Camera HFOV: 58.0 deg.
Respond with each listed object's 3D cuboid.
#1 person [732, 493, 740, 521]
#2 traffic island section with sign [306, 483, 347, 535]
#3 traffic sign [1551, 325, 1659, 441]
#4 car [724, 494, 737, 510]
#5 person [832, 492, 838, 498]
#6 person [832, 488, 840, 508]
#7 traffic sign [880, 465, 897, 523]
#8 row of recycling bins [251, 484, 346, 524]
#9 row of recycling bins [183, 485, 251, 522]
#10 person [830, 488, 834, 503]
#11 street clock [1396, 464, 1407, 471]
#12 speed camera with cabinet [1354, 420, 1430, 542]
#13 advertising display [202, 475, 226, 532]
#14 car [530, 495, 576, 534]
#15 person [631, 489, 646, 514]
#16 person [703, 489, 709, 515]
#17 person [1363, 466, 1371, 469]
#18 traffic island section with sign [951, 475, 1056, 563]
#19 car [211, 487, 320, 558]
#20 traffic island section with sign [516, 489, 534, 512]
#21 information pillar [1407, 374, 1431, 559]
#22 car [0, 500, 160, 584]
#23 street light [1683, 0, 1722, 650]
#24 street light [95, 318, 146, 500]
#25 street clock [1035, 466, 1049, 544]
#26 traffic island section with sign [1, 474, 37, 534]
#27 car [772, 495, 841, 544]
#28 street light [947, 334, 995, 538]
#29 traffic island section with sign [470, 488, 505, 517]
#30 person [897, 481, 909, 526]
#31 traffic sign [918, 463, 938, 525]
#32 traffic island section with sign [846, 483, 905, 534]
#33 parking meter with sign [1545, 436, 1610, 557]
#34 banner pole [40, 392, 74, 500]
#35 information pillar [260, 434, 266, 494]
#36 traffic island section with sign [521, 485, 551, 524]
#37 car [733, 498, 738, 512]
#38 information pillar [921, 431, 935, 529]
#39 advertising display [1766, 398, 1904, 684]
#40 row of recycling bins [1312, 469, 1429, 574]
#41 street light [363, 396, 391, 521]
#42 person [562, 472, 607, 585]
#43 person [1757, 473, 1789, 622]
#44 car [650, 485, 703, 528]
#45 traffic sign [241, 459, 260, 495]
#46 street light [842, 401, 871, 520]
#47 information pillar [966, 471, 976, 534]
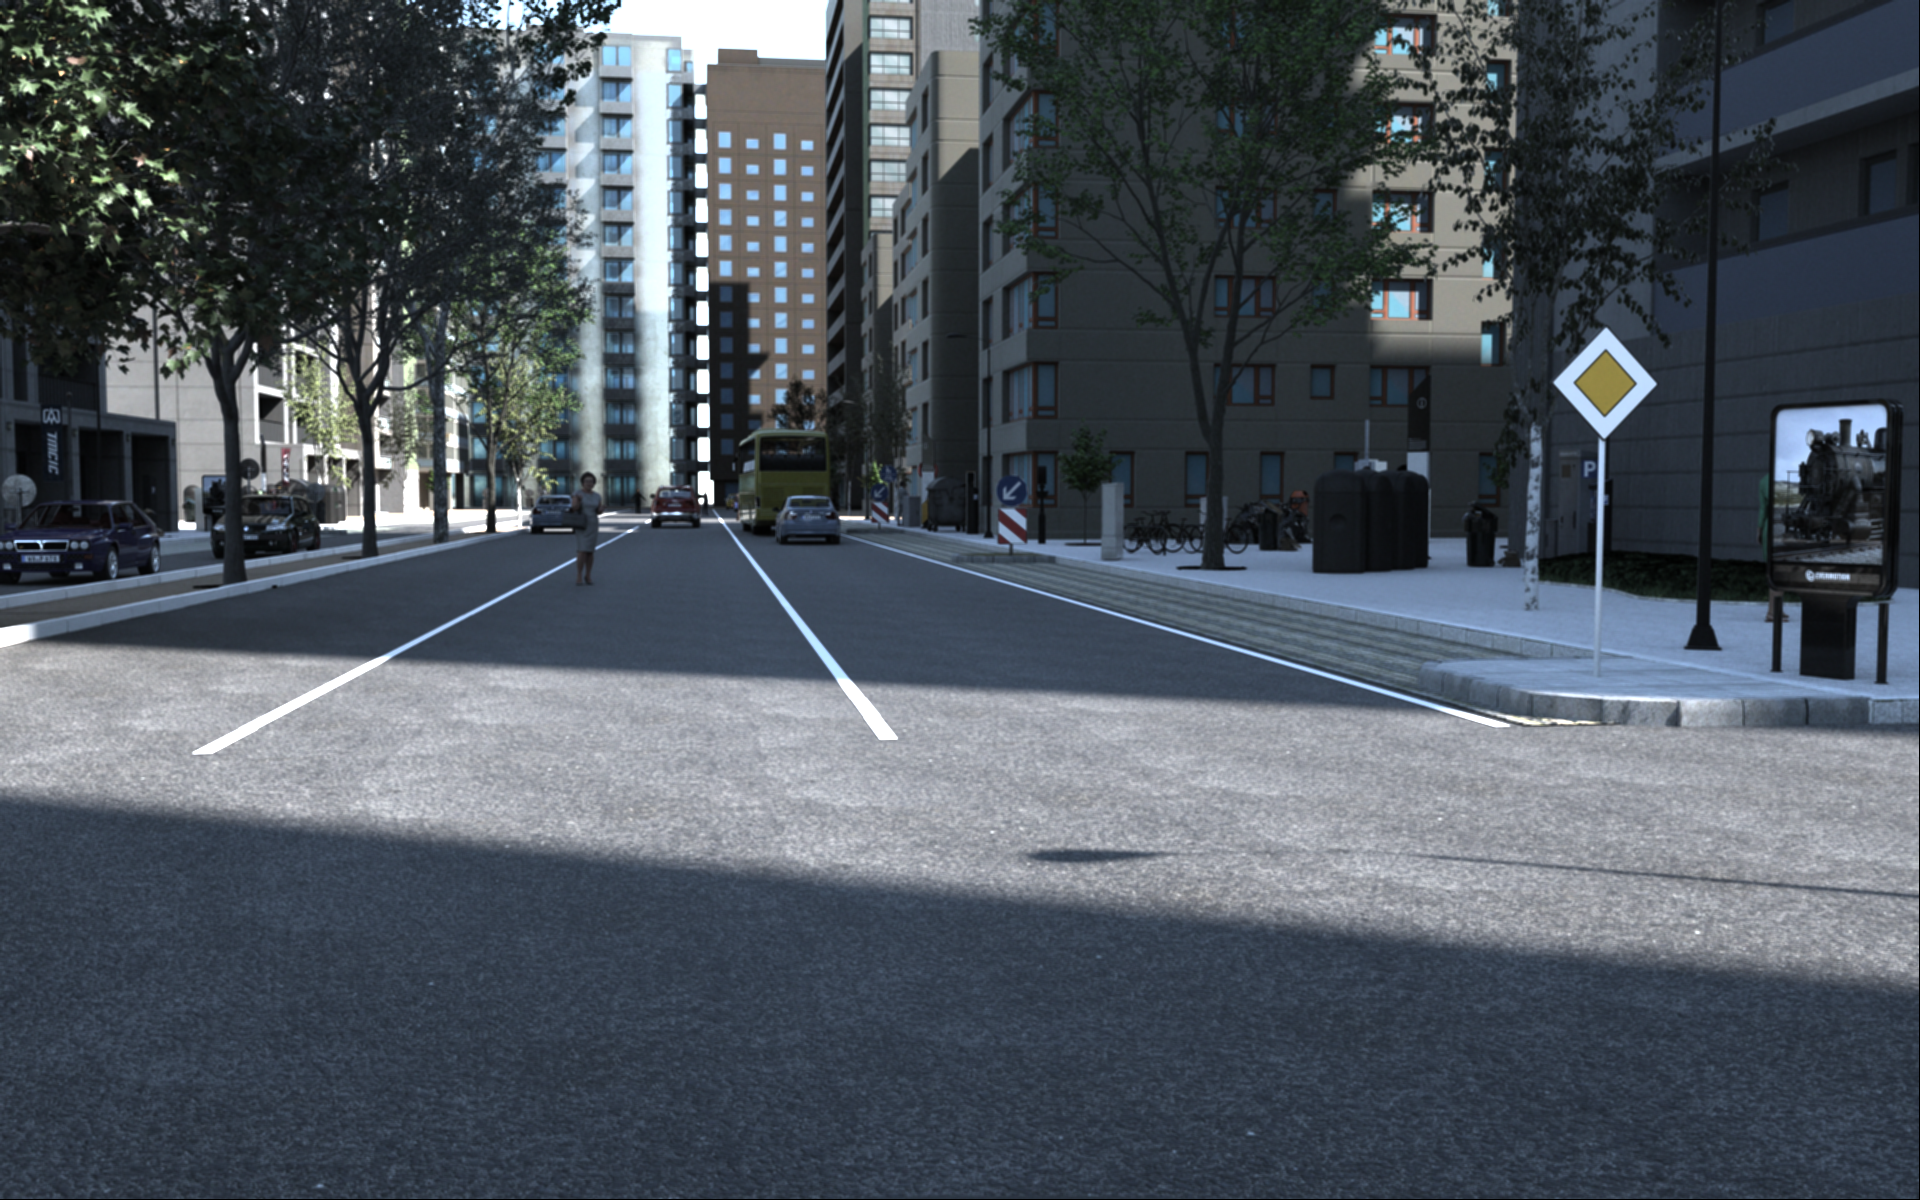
[{"bbox_3d":[-11.677,-5.099,92.420,0.990,1.755,0.434,0,3,0],"label":"person"},{"bbox_3d":[-22.578,-3.177,60.576,1.989,1.847,2.006,-1,4,-8],"label":"traffic island section with sign"},{"bbox_3d":[4.484,-0.603,12.042,0.795,2.593,0.064,-1,4,-8],"label":"traffic sign"},{"bbox_3d":[-20.716,-9.148,159.797,2.015,1.641,3.980,0,4,-8],"label":"car"},{"bbox_3d":[-10.251,-7.995,137.474,1.217,1.735,0.721,0,4,8],"label":"person"},{"bbox_3d":[-10.424,-8.343,142.579,1.348,1.807,0.705,-2,4,-29],"label":"person"},{"bbox_3d":[-3.165,-4.683,76.673,0.768,2.556,0.104,0,4,-1],"label":"traffic sign"},{"bbox_3d":[-27.604,-3.989,72.339,1.069,1.692,3.534,2,4,33],"label":"row of recycling bins"},{"bbox_3d":[-34.376,-4.490,80.524,3.534,1.692,1.069,0,4,5],"label":"row of recycling bins"},{"bbox_3d":[-9.826,-7.727,132.375,0.705,1.824,1.348,0,4,0],"label":"person"},{"bbox_3d":[10.910,-2.317,42.451,0.471,2.002,0.358,0,4,6],"label":"street clock"},{"bbox_3d":[11.418,-3.145,45.753,0.660,3.252,2.038,-3,5,-40],"label":"speed camera with cabinet"},{"bbox_3d":[-25.324,-3.294,59.077,0.974,1.923,0.123,0,4,-2],"label":"advertising display"},{"bbox_3d":[-14.869,-3.178,63.970,2.014,1.417,4.499,-1,4,-9],"label":"car"},{"bbox_3d":[-23.524,-7.226,126.665,0.705,1.821,1.348,3,5,41],"label":"person"},{"bbox_3d":[-17.170,-6.639,117.584,0.750,1.759,0.617,3,5,45],"label":"person"},{"bbox_3d":[7.525,-1.601,32.398,0.721,1.800,0.419,-1,4,-13],"label":"person"},{"bbox_3d":[0.853,-1.706,36.514,1.989,1.847,2.006,-1,4,-8],"label":"traffic island section with sign"},{"bbox_3d":[-16.018,-1.851,40.048,2.009,1.686,4.222,-1,4,-9],"label":"car"},{"bbox_3d":[-33.920,-7.824,136.552,1.989,1.847,2.006,-1,4,-8],"label":"traffic island section with sign"},{"bbox_3d":[9.045,-2.616,34.131,0.183,3.616,0.504,-3,5,-40],"label":"information pillar"},{"bbox_3d":[-14.658,-0.994,28.834,1.945,1.354,3.894,-1,4,-10],"label":"car"},{"bbox_3d":[5.625,-2.543,14.121,1.470,5.913,1.316,-1,4,-8],"label":"street light"},{"bbox_3d":[-22.158,-4.476,45.719,1.470,5.913,1.316,-1,4,-8],"label":"street light"},{"bbox_3d":[2.117,-2.454,44.698,0.358,2.002,0.471,0,4,3],"label":"street clock"},{"bbox_3d":[-18.592,-1.547,33.916,1.989,1.847,2.006,-1,4,-8],"label":"traffic island section with sign"},{"bbox_3d":[-4.472,-2.367,50.699,2.014,1.417,4.499,0,4,-8],"label":"car"},{"bbox_3d":[0.304,-4.759,50.348,1.470,5.913,1.316,-1,4,-8],"label":"street light"},{"bbox_3d":[-29.945,-6.193,109.890,1.989,1.847,2.006,-1,4,-8],"label":"traffic island section with sign"},{"bbox_3d":[-2.263,-3.865,69.420,0.511,1.800,0.466,2,4,33],"label":"person"},{"bbox_3d":[-1.203,-3.978,65.142,0.768,2.556,0.104,0,4,-5],"label":"traffic sign"},{"bbox_3d":[-3.116,-3.336,63.177,1.989,1.847,2.006,-1,4,-8],"label":"traffic island section with sign"},{"bbox_3d":[10.721,-2.060,29.950,0.543,3.016,1.738,-1,4,-11],"label":"parking meter with sign"},{"bbox_3d":[-22.087,-3.212,42.531,0.863,3.779,0.401,-2,4,-29],"label":"banner pole"},{"bbox_3d":[-27.216,-4.669,67.692,0.183,3.616,0.504,-2,4,-32],"label":"information pillar"},{"bbox_3d":[-20.229,-4.644,84.073,2.006,1.907,1.989,-1,4,-8],"label":"traffic island section with sign"},{"bbox_3d":[-17.353,-7.959,139.718,1.945,1.707,3.694,-1,4,-9],"label":"car"},{"bbox_3d":[-1.190,-4.453,64.158,0.504,3.616,0.183,1,4,12],"label":"information pillar"},{"bbox_3d":[6.066,-0.419,12.062,0.123,1.923,0.974,-2,4,-24],"label":"advertising display"},{"bbox_3d":[7.029,-1.357,29.300,1.069,1.692,3.534,3,4,37],"label":"row of recycling bins"},{"bbox_3d":[-27.629,-6.701,82.097,1.470,5.913,1.316,-1,4,-8],"label":"street light"},{"bbox_3d":[-5.922,-1.128,27.295,0.716,1.782,0.532,-3,4,-36],"label":"person"},{"bbox_3d":[8.272,-0.684,17.472,0.529,1.795,0.600,-2,4,-34],"label":"person"},{"bbox_3d":[-12.285,-4.056,74.987,2.281,1.827,5.304,0,4,-8],"label":"car"},{"bbox_3d":[-25.460,-3.788,62.038,0.768,2.556,0.104,0,4,0],"label":"traffic sign"},{"bbox_3d":[-5.166,-6.973,86.553,1.470,5.913,1.316,-1,4,-8],"label":"street light"},{"bbox_3d":[0.358,-3.172,56.358,0.304,2.012,0.304,0,4,3],"label":"information pillar"}]
